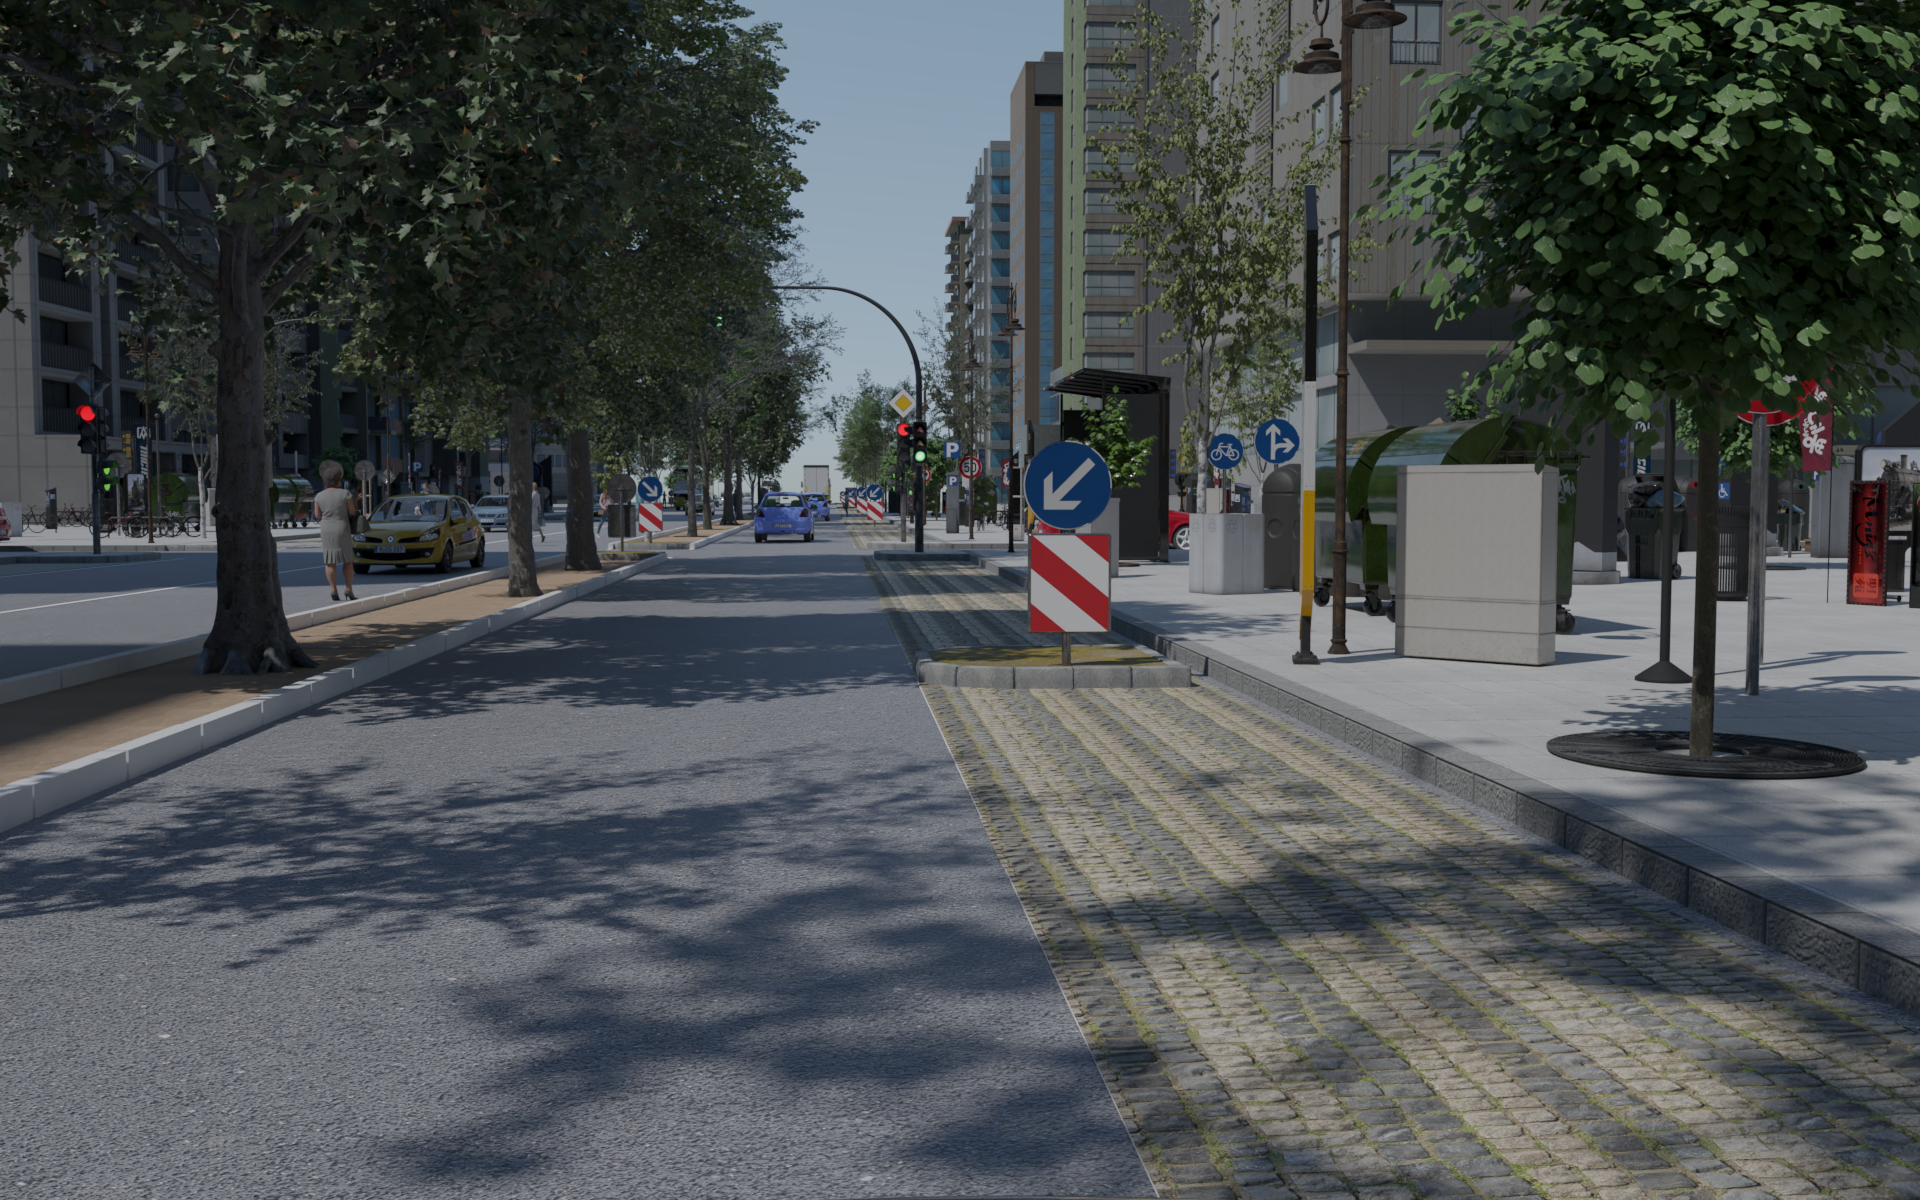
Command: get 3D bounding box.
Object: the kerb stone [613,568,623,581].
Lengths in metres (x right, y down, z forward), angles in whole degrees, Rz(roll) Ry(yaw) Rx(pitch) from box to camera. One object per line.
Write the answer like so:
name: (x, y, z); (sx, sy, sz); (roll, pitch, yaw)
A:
kerb stone: (-5.727, -0.393, 28.621); (0.120, 0.150, 1.000); (0, 4, -4)

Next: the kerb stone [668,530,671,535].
kerb stone: (-10.156, -2.289, 59.626); (0.120, 0.150, 1.000); (0, 4, -4)

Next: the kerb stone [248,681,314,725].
kerb stone: (-4.414, 0.671, 11.221); (0.120, 0.150, 1.000); (0, 4, -4)

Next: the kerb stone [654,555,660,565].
kerb stone: (-6.180, -0.769, 34.767); (0.120, 0.150, 1.000); (0, 4, -4)

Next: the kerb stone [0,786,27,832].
kerb stone: (-4.107, 0.922, 7.128); (0.120, 0.150, 1.000); (0, 4, -4)

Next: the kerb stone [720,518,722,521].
kerb stone: (-12.232, -3.979, 87.259); (0.120, 0.150, 1.000); (0, 4, -4)

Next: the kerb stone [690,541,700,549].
kerb stone: (-7.000, -1.421, 45.490); (0.120, 0.150, 1.000); (0, 4, -4)

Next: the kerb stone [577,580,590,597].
kerb stone: (-5.405, -0.143, 24.530); (0.120, 0.150, 1.000); (0, 4, -4)

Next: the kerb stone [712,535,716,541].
kerb stone: (-7.438, -1.801, 51.634); (0.120, 0.150, 1.000); (0, 4, -4)

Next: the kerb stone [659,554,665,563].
kerb stone: (-6.260, -0.828, 35.787); (0.120, 0.150, 1.000); (0, 4, -4)

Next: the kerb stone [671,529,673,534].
kerb stone: (-10.231, -2.352, 60.653); (0.120, 0.150, 1.000); (0, 4, -4)

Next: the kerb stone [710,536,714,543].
kerb stone: (-7.368, -1.737, 50.606); (0.120, 0.150, 1.000); (0, 4, -4)

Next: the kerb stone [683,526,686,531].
kerb stone: (-10.619, -2.664, 65.755); (0.120, 0.150, 1.000); (0, 4, -4)

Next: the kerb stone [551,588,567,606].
kerb stone: (-5.269, -0.018, 22.487); (0.120, 0.150, 1.000); (0, 4, -4)

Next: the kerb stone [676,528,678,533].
kerb stone: (-10.387, -2.477, 62.691); (0.120, 0.150, 1.000); (0, 4, -4)

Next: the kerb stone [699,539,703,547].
kerb stone: (-7.060, -1.485, 46.510); (0.120, 0.150, 1.000); (0, 4, -4)

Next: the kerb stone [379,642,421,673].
kerb stone: (-4.644, 0.485, 14.287); (0.120, 0.150, 1.000); (0, 4, -4)

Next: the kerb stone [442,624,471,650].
kerb stone: (-4.799, 0.363, 16.337); (0.120, 0.150, 1.000); (0, 4, -4)

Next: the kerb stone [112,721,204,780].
kerb stone: (-4.261, 0.797, 9.170); (0.120, 0.150, 1.000); (0, 4, -4)

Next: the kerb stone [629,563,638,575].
kerb stone: (-5.872, -0.518, 30.667); (0.120, 0.150, 1.000); (0, 4, -4)

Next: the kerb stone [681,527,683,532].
kerb stone: (-10.541, -2.601, 64.729); (0.120, 0.150, 1.000); (0, 4, -4)

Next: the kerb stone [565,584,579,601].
kerb stone: (-5.339, -0.080, 23.509); (0.120, 0.150, 1.000); (0, 4, -4)

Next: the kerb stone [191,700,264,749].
kerb stone: (-4.337, 0.738, 10.197); (0.120, 0.150, 1.000); (0, 4, -4)

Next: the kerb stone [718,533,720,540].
kerb stone: (-7.609, -1.925, 53.675); (0.120, 0.150, 1.000); (0, 4, -4)

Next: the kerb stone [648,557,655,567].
kerb stone: (-6.111, -0.706, 33.736); (0.120, 0.150, 1.000); (0, 4, -4)

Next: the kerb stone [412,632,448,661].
kerb stone: (-4.726, 0.421, 15.312); (0.120, 0.150, 1.000); (0, 4, -4)

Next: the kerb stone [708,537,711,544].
kerb stone: (-7.303, -1.670, 49.583); (0.120, 0.150, 1.000); (0, 4, -4)

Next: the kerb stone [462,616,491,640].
kerb stone: (-4.886, 0.296, 17.356); (0.120, 0.150, 1.000); (0, 4, -4)

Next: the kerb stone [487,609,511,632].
kerb stone: (-4.951, 0.236, 18.392); (0.120, 0.150, 1.000); (0, 4, -4)

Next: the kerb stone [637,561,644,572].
kerb stone: (-5.947, -0.576, 31.687); (0.120, 0.150, 1.000); (0, 4, -4)

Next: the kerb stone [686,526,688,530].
kerb stone: (-10.697, -2.727, 66.774); (0.120, 0.150, 1.000); (0, 4, -4)

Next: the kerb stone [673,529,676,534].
kerb stone: (-10.312, -2.408, 61.673); (0.120, 0.150, 1.000); (0, 4, -4)

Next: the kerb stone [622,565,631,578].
kerb stone: (-5.793, -0.455, 29.641); (0.120, 0.150, 1.000); (0, 4, -4)

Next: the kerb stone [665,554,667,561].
kerb stone: (-6.332, -0.894, 36.808); (0.120, 0.150, 1.000); (0, 4, -4)

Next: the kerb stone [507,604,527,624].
kerb stone: (-5.031, 0.176, 19.411); (0.120, 0.150, 1.000); (0, 4, -4)

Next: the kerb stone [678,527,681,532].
kerb stone: (-10.456, -2.539, 63.711); (0.120, 0.150, 1.000); (0, 4, -4)

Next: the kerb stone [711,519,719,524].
kerb stone: (-12.083, -3.852, 85.221); (0.120, 0.150, 1.000); (0, 4, -4)

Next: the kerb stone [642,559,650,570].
kerb stone: (-6.020, -0.640, 32.707); (0.120, 0.150, 1.000); (0, 4, -4)

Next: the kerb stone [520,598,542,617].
kerb stone: (-5.106, 0.109, 20.431); (0.120, 0.150, 1.000); (0, 4, -4)

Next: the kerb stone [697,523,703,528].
kerb stone: (-11.386, -3.290, 76.003); (0.120, 0.150, 1.000); (0, 4, -4)

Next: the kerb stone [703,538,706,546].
kerb stone: (-7.138, -1.550, 47.540); (0.120, 0.150, 1.000); (0, 4, -4)

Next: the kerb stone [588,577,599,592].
kerb stone: (-5.492, -0.203, 25.555); (0.120, 0.150, 1.000); (0, 4, -4)

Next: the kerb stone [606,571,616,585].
kerb stone: (-5.639, -0.328, 27.597); (0.120, 0.150, 1.000); (0, 4, -4)

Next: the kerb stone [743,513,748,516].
kerb stone: (-14.528, -5.857, 117.950); (0.120, 0.150, 1.000); (0, 4, -4)

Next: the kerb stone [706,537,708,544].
kerb stone: (-7.220, -1.612, 48.558); (0.120, 0.150, 1.000); (0, 4, -4)

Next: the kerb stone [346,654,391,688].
kerb stone: (-4.567, 0.551, 13.268); (0.120, 0.150, 1.000); (0, 4, -4)

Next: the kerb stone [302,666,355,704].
kerb stone: (-4.493, 0.609, 12.241); (0.120, 0.150, 1.000); (0, 4, -4)

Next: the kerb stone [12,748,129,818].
kerb stone: (-4.186, 0.859, 8.147); (0.120, 0.150, 1.000); (0, 4, -4)

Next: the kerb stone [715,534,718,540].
kerb stone: (-7.527, -1.863, 52.657); (0.120, 0.150, 1.000); (0, 4, -4)

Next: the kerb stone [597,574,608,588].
kerb stone: (-5.570, -0.267, 26.577); (0.120, 0.150, 1.000); (0, 4, -4)

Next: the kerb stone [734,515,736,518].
kerb stone: (-13.690, -5.167, 106.700); (0.120, 0.150, 1.000); (0, 4, -4)

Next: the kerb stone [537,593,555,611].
kerb stone: (-5.186, 0.045, 21.462); (0.120, 0.150, 1.000); (0, 4, -4)
